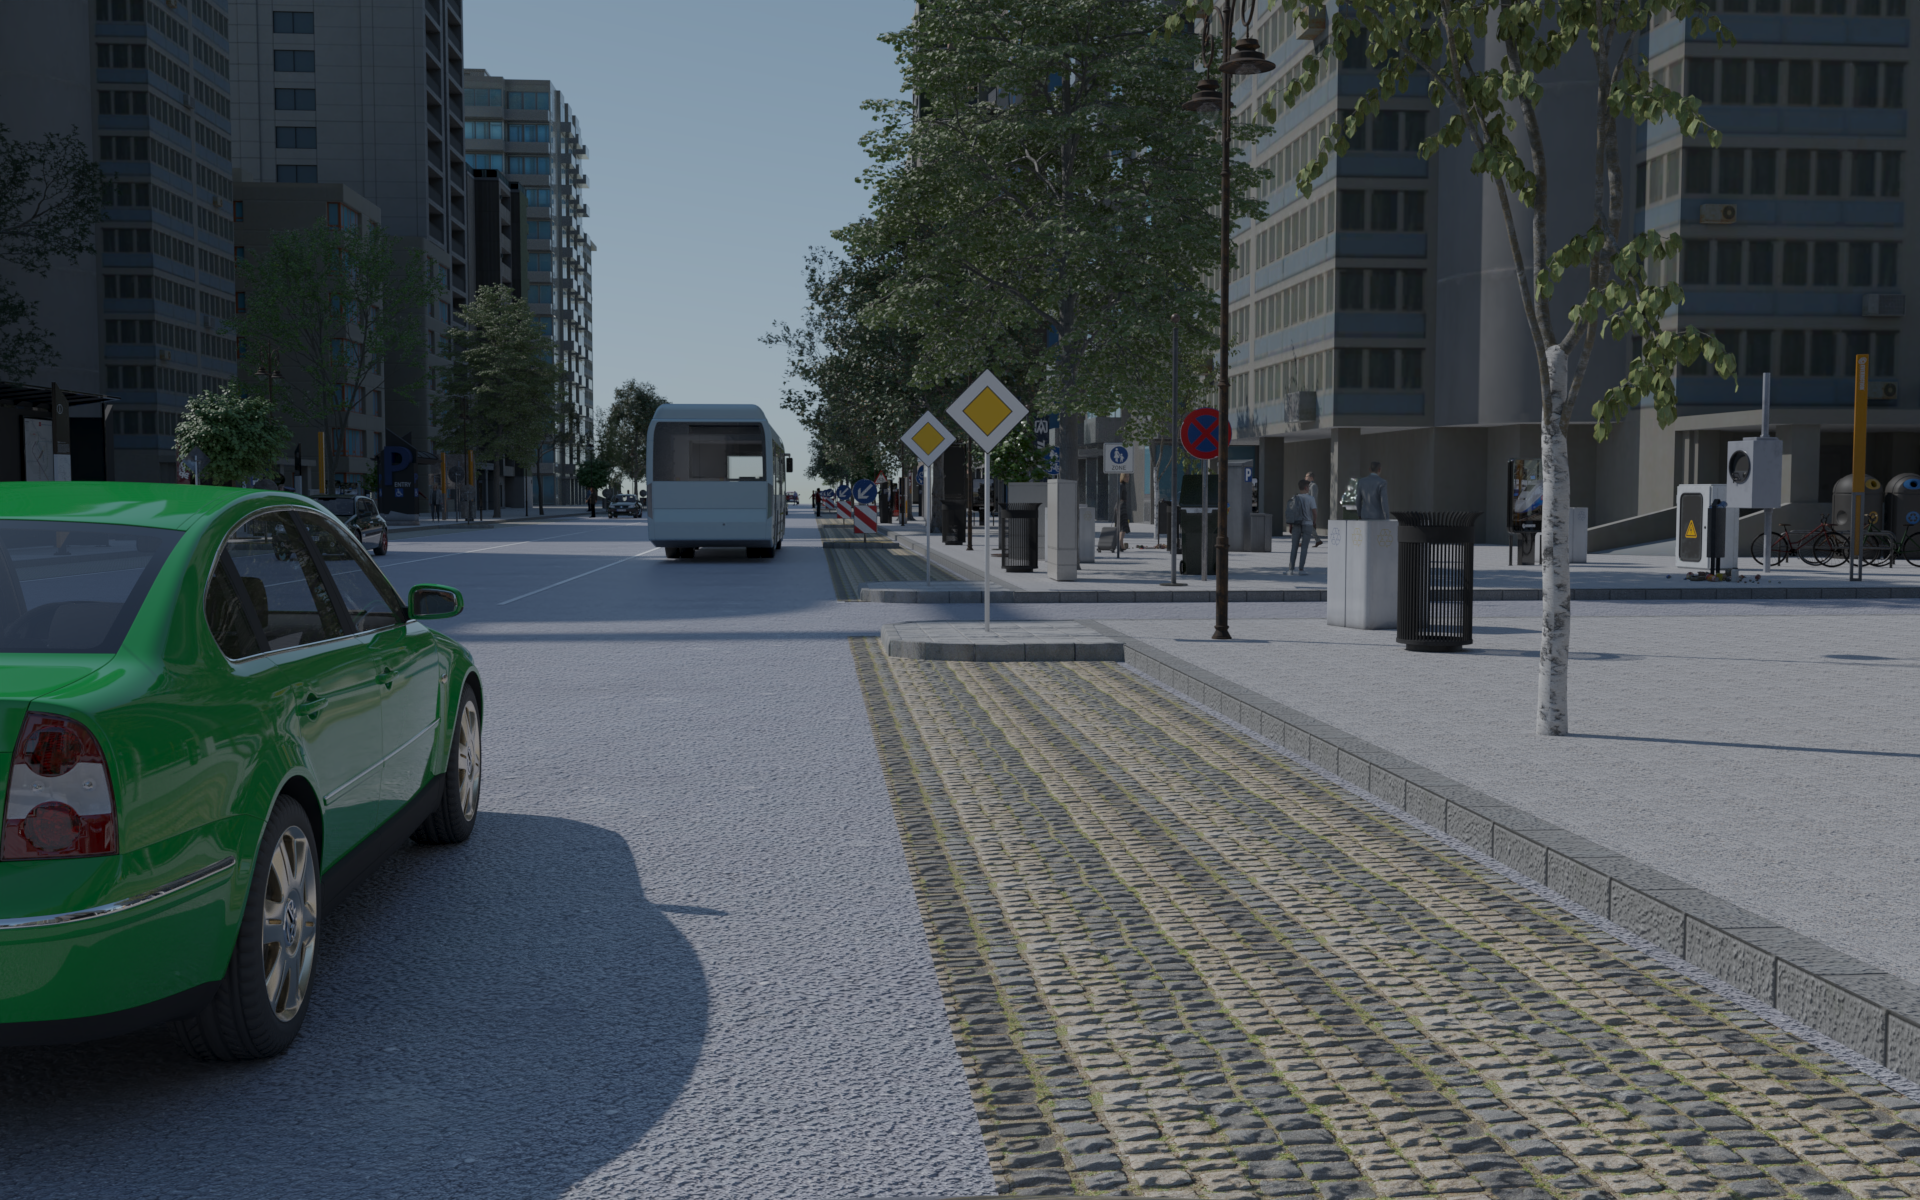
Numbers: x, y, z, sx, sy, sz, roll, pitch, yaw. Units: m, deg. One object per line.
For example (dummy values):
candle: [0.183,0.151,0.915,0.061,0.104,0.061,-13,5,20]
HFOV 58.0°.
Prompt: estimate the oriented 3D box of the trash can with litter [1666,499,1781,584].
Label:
trash can with litter: [11.500,-0.910,25.936,1.678,1.210,2.233,2,4,32]

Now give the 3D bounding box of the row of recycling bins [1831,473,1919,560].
row of recycling bins: [19.057,-1.644,33.997,3.534,1.692,1.069,1,4,14]

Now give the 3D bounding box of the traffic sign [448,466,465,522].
traffic sign: [-22.924,-4.816,78.854,0.768,2.556,0.104,0,4,3]

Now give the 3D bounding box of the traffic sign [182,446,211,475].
traffic sign: [-20.848,-2.910,47.305,0.795,2.593,0.064,0,4,3]

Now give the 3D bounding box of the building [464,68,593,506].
building: [-55.357,-35.637,202.272,23.786,49.044,30.456,0,4,-5]

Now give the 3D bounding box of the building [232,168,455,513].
building: [-49.298,-16.195,109.823,27.650,21.520,28.899,0,4,-5]

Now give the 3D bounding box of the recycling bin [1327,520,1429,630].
recycling bin: [4.039,-0.256,16.743,0.722,1.027,0.722,-1,4,-21]

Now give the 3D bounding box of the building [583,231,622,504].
building: [-61.804,-32.868,229.266,32.217,40.220,23.993,0,4,-5]

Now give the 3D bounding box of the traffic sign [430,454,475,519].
traffic sign: [-25.890,-5.783,88.419,2.265,3.308,0.079,0,3,0]

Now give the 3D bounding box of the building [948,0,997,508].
building: [10.361,-30.440,152.315,22.147,44.769,28.867,0,4,-5]

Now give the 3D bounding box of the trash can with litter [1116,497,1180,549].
trash can with litter: [4.502,-1.815,40.733,2.233,1.210,1.678,-1,4,-14]

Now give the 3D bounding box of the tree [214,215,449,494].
tree: [-22.966,-8.424,63.480,9.928,11.665,9.643,0,3,0]

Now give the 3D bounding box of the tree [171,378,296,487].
tree: [-20.683,-4.010,49.275,4.285,4.588,4.351,0,3,0]

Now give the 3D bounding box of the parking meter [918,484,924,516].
parking meter: [-2.178,-5.747,99.678,0.399,1.863,0.255,2,4,33]

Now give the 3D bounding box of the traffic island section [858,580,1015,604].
traffic island section: [-0.398,-0.112,24.112,2.009,0.180,2.903,0,4,-5]

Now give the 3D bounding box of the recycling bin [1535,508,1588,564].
recycling bin: [11.190,-1.208,32.311,0.722,1.027,0.722,-1,4,-20]

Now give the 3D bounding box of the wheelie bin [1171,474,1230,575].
wheelie bin: [3.843,-1.206,27.627,0.980,1.594,0.693,1,4,18]

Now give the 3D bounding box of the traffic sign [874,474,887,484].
traffic sign: [-4.276,-5.755,94.094,0.884,2.594,0.081,0,4,-2]

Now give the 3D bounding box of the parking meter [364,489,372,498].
parking meter: [-29.347,-4.743,85.956,0.372,1.533,0.369,0,3,0]

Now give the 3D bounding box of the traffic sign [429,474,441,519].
traffic sign: [-26.473,-5.211,87.328,0.606,2.300,0.079,0,4,-4]

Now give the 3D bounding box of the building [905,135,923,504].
building: [3.706,-36.958,227.968,21.300,48.544,21.600,0,4,-5]

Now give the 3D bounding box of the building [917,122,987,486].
building: [2.141,-34.229,209.759,14.600,45.320,14.200,0,4,-5]

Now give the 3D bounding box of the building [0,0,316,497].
building: [-48.428,-23.765,80.447,32.217,40.220,23.993,0,4,-5]

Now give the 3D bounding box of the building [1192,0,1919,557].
building: [20.452,-21.936,50.528,23.993,40.220,32.217,0,4,-5]

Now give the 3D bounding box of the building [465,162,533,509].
building: [-46.183,-23.319,152.960,14.160,30.474,14.107,0,4,-5]

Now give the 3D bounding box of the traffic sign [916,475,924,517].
traffic sign: [-2.058,-5.844,95.658,0.768,2.556,0.104,0,4,-4]

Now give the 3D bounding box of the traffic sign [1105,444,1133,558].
traffic sign: [3.170,-1.988,34.628,0.606,2.300,0.079,0,4,-1]

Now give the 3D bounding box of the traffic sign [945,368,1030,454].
traffic sign: [0.274,-0.849,16.072,0.795,2.593,0.064,0,4,-5]

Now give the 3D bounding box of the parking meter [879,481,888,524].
parking meter: [-3.303,-4.271,75.543,0.399,1.863,0.255,-2,4,-28]

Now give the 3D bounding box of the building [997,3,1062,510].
building: [9.964,-28.111,109.722,14.600,45.320,14.200,0,4,-5]

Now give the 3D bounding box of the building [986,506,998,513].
building: [11.806,-42.097,126.531,20.563,71.187,20.611,0,4,-5]

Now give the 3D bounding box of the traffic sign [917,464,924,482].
traffic sign: [-1.423,-4.480,73.361,0.768,2.556,0.104,0,4,-1]

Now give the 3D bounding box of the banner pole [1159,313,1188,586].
banner pole: [3.015,-2.099,24.340,0.401,3.779,0.863,0,4,7]

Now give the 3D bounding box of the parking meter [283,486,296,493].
parking meter: [-21.837,-2.938,56.449,0.372,1.533,0.369,0,3,0]

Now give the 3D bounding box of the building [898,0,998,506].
building: [1.798,-49.542,248.256,20.563,71.187,20.611,0,4,-5]

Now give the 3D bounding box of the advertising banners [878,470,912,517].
advertising banners: [-3.608,-6.179,97.208,2.074,3.025,0.090,-1,4,-15]

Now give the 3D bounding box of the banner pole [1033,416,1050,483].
banner pole: [2.123,-3.585,48.634,0.863,3.779,0.401,-1,4,-9]

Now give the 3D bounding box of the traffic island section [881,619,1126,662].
traffic island section: [0.297,0.375,16.157,2.009,0.180,2.903,0,4,-5]

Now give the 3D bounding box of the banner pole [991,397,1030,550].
banner pole: [1.087,-3.022,39.426,0.863,3.779,0.401,3,5,42]

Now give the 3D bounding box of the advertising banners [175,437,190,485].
advertising banners: [-23.943,-3.402,51.806,0.090,3.025,2.074,3,5,44]

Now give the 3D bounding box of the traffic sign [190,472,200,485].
traffic sign: [-23.655,-3.286,53.839,0.768,2.556,0.104,0,4,1]

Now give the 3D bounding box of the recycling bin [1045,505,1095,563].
recycling bin: [2.057,-1.215,32.426,0.722,1.027,0.722,-2,4,-25]

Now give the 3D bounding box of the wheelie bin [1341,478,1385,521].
wheelie bin: [7.766,-1.555,33.340,0.693,1.594,0.980,-3,5,-43]

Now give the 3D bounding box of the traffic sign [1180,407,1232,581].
traffic sign: [3.611,-1.554,25.512,0.768,2.556,0.104,0,4,-1]

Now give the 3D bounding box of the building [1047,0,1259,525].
building: [16.393,-28.462,84.963,23.786,49.044,30.456,0,4,-5]

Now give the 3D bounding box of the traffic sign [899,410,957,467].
traffic sign: [-0.421,-1.336,24.027,0.795,2.593,0.064,0,4,-5]

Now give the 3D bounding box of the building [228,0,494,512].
building: [-47.481,-42.558,134.074,20.563,71.187,20.611,0,4,-5]

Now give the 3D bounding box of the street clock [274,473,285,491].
street clock: [-23.328,-3.345,59.267,0.471,2.002,0.358,-1,4,-23]

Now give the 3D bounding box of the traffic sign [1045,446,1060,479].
traffic sign: [2.476,-2.797,45.832,0.768,2.556,0.104,0,4,-1]
